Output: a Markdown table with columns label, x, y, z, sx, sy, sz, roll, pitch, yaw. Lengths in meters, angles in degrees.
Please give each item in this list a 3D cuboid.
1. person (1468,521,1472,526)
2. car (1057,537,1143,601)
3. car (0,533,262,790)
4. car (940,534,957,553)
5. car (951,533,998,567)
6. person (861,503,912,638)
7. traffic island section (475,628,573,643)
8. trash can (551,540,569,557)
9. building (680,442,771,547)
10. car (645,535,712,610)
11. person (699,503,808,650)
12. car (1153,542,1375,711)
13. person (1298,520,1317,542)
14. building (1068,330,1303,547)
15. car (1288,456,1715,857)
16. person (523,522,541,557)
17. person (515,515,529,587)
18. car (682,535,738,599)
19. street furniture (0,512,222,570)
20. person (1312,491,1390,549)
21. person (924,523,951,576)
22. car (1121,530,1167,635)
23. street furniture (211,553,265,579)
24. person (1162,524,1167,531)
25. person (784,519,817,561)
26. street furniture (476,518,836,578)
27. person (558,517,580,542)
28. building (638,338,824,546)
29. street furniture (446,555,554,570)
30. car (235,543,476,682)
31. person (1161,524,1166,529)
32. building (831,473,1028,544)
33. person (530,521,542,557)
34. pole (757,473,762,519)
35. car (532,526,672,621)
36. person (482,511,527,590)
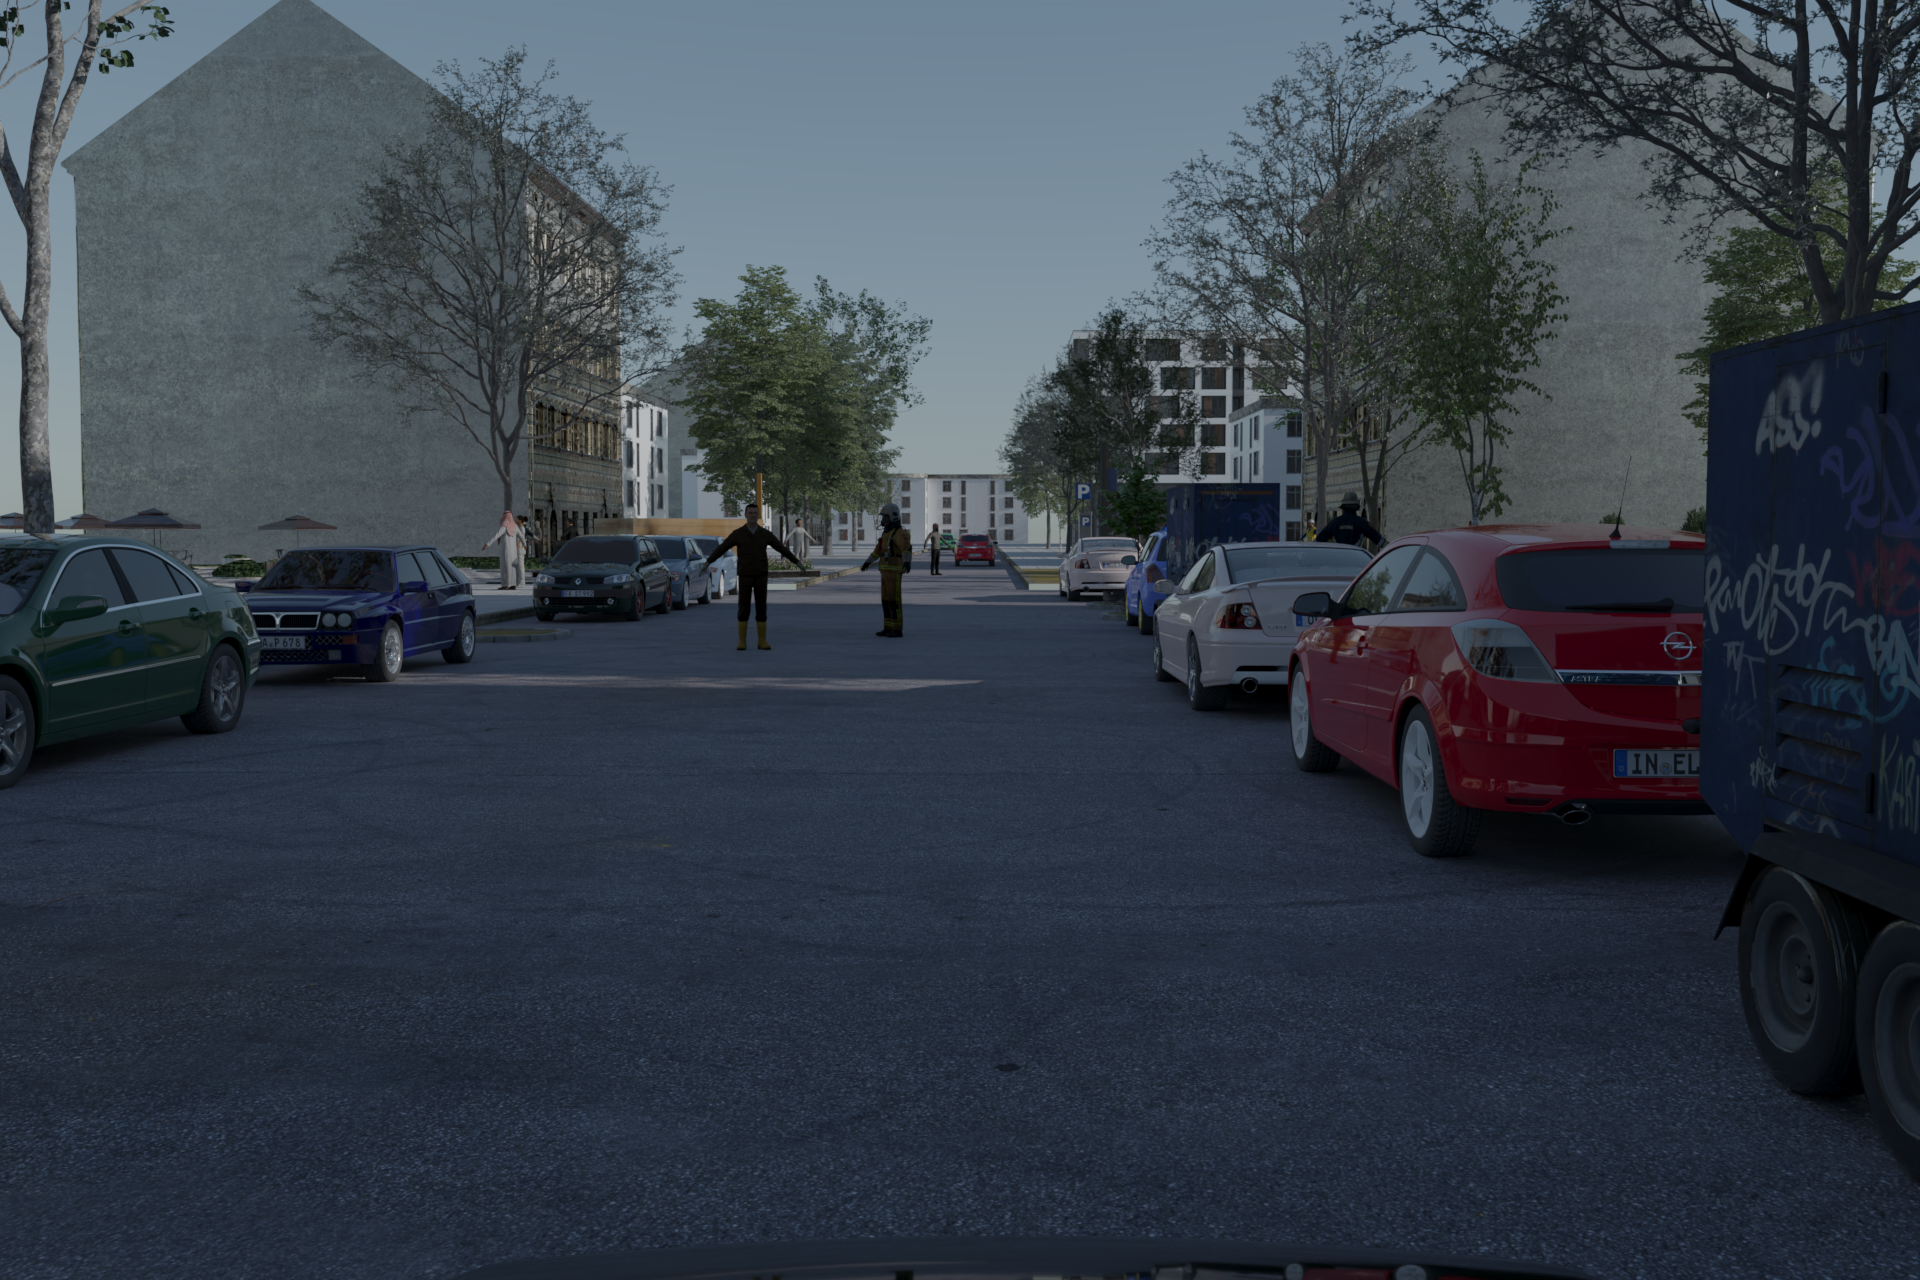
| label | x | y | z | sx | sy | sz | roll | pitch | yaw |
| --- | --- | --- | --- | --- | --- | --- | --- | --- | --- |
| person | 19.644 | -3.694 | 66.669 | 1.348 | 1.796 | 0.705 | -2 | 4 | -33 |
| car | 3.215 | -1.591 | 38.377 | 2.083 | 1.381 | 4.827 | 0 | 4 | 0 |
| car | -6.225 | 0.039 | 11.157 | 2.131 | 1.459 | 4.920 | 0 | 4 | 1 |
| car | -1.185 | -7.680 | 134.363 | 1.959 | 1.807 | 4.718 | 0 | 4 | 1 |
| car | 0.652 | -4.212 | 77.902 | 2.155 | 1.783 | 4.494 | 0 | 4 | 0 |
| person | -0.976 | -0.970 | 24.092 | 0.705 | 1.858 | 1.354 | -2 | 4 | -30 |
| traffic island section | -6.437 | -0.059 | 23.838 | 1.991 | 0.108 | 1.994 | 0 | 4 | 2 |
| trash can | -9.007 | -1.720 | 39.767 | 0.748 | 1.137 | 0.748 | 0 | 3 | 0 |
| building | -23.085 | -14.013 | 171.263 | 9.099 | 9.664 | 28.070 | 0 | 4 | 0 |
| car | -6.000 | -1.357 | 34.183 | 2.014 | 1.417 | 4.499 | 0 | 4 | 1 |
| person | -2.564 | -0.786 | 21.441 | 1.346 | 1.812 | 0.704 | -1 | 4 | -15 |
| car | 2.814 | -0.186 | 15.403 | 2.083 | 1.381 | 4.827 | 0 | 4 | 1 |
| person | 13.280 | -3.649 | 65.629 | 0.705 | 1.833 | 1.349 | -2 | 4 | -26 |
| building | 25.624 | -21.137 | 189.571 | 27.936 | 21.610 | 32.646 | 0 | 4 | 1 |
| car | 2.926 | -0.008 | 9.167 | 2.155 | 1.783 | 4.494 | 0 | 4 | 0 |
| person | -17.247 | -3.836 | 68.502 | 1.354 | 1.856 | 0.705 | 0 | 4 | 6 |
| person | -10.700 | -2.142 | 41.785 | 0.721 | 1.739 | 1.217 | -1 | 4 | -20 |
| car | -6.069 | -1.681 | 39.487 | 2.014 | 1.417 | 4.499 | 0 | 4 | 0 |
| street furniture | -33.059 | -3.019 | 54.398 | 14.083 | 1.986 | 27.439 | 0 | 4 | 4 |
| person | 5.199 | -1.052 | 23.064 | 1.351 | 1.845 | 0.704 | 2 | 4 | 31 |
| person | -0.830 | -3.145 | 60.011 | 0.705 | 1.813 | 1.348 | 3 | 5 | 43 |
| car | 3.407 | -0.997 | 25.897 | 1.945 | 1.707 | 3.694 | 0 | 4 | 1 |
| street furniture | -20.030 | -2.312 | 53.432 | 5.734 | 0.657 | 10.072 | -2 | 4 | -25 |
| person | 5.241 | -2.246 | 42.705 | 0.704 | 1.831 | 1.345 | 3 | 4 | 37 |
| person | -5.505 | -3.247 | 59.270 | 1.347 | 1.806 | 0.705 | -3 | 5 | -40 |
| street furniture | -7.502 | -2.719 | 51.306 | 9.812 | 1.723 | 11.010 | 3 | 5 | 43 |
| person | -13.020 | -3.172 | 57.793 | 0.705 | 1.837 | 1.347 | 2 | 4 | 24 |
| building | -25.307 | -22.241 | 194.563 | 19.493 | 23.208 | 18.063 | 0 | 4 | 1 |
| street furniture | -15.996 | -2.912 | 63.235 | 10.072 | 0.657 | 5.734 | 0 | 4 | -7 |
| car | -6.334 | -0.331 | 17.986 | 1.945 | 1.354 | 3.894 | 0 | 4 | 1 |
| person | 8.585 | -4.108 | 73.022 | 0.705 | 1.847 | 1.347 | 1 | 4 | 22 |
| building | -4.459 | -18.031 | 239.414 | 28.070 | 9.664 | 9.099 | 0 | 4 | 2 |
| person | -17.183 | -3.925 | 70.299 | 0.705 | 1.813 | 1.348 | -2 | 4 | -28 |
| pole | -6.721 | -3.928 | 58.068 | 0.158 | 3.312 | 0.155 | 0 | 3 | 0 |
| car | -6.087 | -1.220 | 29.738 | 2.009 | 1.686 | 4.222 | 0 | 4 | 1 |
| person | -10.393 | -2.055 | 39.740 | 0.704 | 1.811 | 1.347 | 2 | 4 | 30 |
